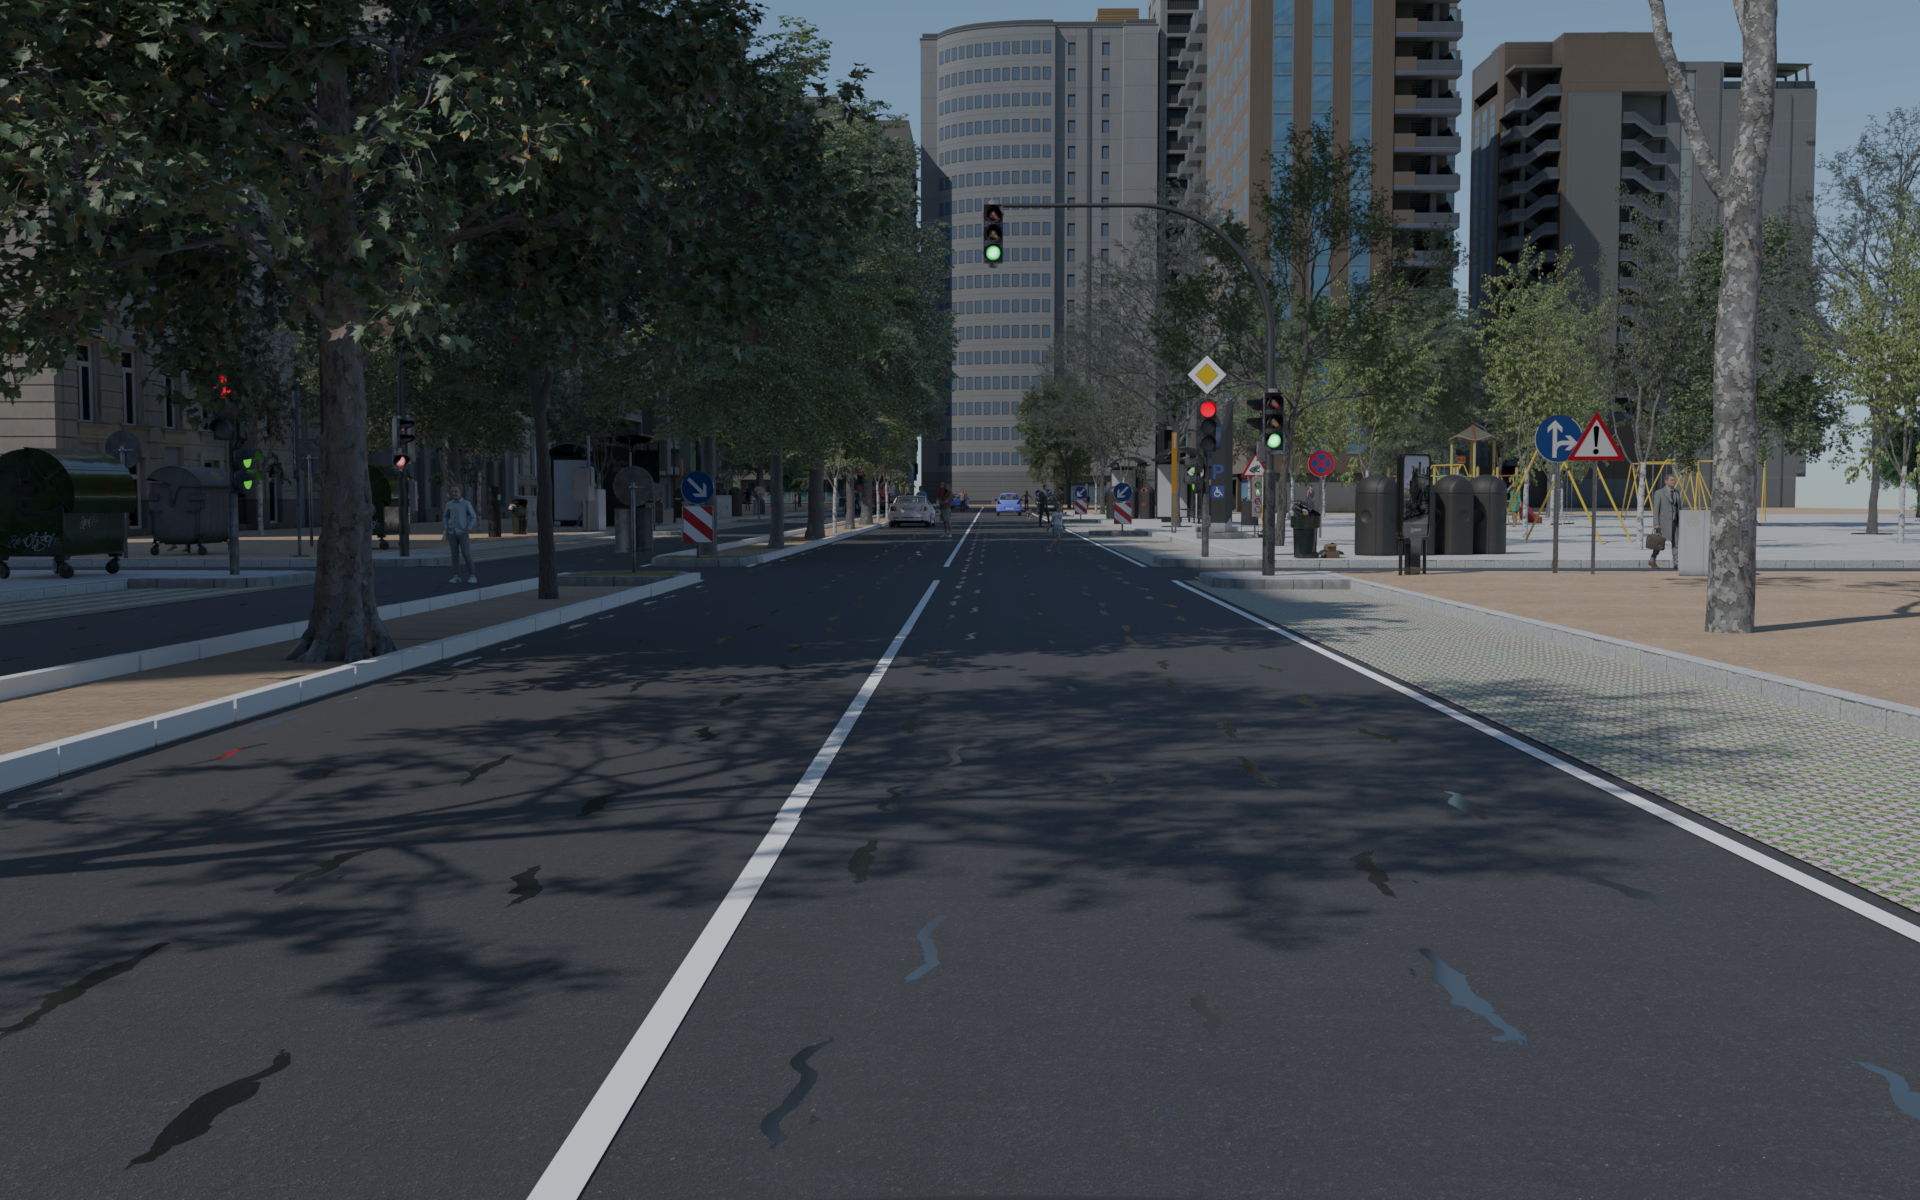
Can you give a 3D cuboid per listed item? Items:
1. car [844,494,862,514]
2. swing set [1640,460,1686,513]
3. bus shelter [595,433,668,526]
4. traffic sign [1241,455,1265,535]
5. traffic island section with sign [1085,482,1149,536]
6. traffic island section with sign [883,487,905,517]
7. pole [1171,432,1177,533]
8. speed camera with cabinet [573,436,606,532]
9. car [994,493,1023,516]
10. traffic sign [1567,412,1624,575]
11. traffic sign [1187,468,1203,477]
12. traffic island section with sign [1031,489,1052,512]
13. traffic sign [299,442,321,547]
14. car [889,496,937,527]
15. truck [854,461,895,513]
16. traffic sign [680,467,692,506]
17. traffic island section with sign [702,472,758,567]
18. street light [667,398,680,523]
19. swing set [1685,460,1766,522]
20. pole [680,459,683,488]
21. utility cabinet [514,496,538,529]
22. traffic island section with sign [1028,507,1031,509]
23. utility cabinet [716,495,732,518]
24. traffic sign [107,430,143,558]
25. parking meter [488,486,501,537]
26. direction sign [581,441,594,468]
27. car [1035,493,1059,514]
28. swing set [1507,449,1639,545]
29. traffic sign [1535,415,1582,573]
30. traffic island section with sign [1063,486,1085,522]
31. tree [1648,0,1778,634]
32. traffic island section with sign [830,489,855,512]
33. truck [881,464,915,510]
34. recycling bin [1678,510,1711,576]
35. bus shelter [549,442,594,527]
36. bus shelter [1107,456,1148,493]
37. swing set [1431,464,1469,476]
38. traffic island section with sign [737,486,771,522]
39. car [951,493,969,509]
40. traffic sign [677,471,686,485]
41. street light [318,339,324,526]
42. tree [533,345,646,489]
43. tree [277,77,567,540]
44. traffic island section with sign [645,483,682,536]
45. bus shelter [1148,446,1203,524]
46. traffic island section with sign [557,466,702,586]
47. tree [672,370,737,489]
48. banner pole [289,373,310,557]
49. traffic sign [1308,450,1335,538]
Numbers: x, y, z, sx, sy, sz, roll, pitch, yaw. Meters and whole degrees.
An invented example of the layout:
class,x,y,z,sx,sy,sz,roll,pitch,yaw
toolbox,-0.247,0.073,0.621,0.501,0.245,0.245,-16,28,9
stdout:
class,x,y,z,sx,sy,sz,roll,pitch,yaw
car,-7.381,-7.156,125.804,1.959,1.807,4.718,0,4,2
swing set,34.209,-5.286,84.049,3.119,2.851,2.862,0,4,-8
bus shelter,-13.259,-4.830,70.247,1.731,3.624,6.357,0,4,1
traffic sign,9.148,-3.283,53.676,0.884,2.594,0.081,0,4,6
traffic island section with sign,5.465,-3.139,59.954,1.989,1.847,2.006,0,4,1
traffic island section with sign,-3.863,-6.245,110.240,2.006,1.907,1.989,0,4,1
pole,7.062,-3.871,57.130,0.158,3.312,0.155,0,3,0
speed camera with cabinet,-12.750,-3.990,59.574,0.660,3.252,2.038,0,4,4
car,3.260,-6.480,115.535,1.945,1.707,3.694,0,4,1
traffic sign,10.097,-1.686,27.566,0.884,2.594,0.081,0,4,5
traffic sign,9.962,-4.469,72.796,0.795,2.593,0.064,0,4,2
traffic island section with sign,6.863,-7.898,137.758,1.989,1.847,2.006,0,4,1
traffic sign,-15.809,-2.572,42.161,0.768,2.556,0.104,0,4,7
car,-2.094,-3.910,76.292,2.083,1.381,4.827,0,4,3
truck,-6.580,-8.983,135.787,2.839,4.237,11.283,0,4,1
traffic sign,-12.978,-5.071,82.913,0.884,2.594,0.081,0,4,2
traffic island section with sign,-5.206,-1.650,35.113,2.006,1.907,1.989,0,4,1
street light,-12.737,-6.383,77.156,0.468,5.910,1.993,0,4,1
swing set,35.645,-5.063,80.399,3.119,2.851,2.862,2,4,28
pole,-16.148,-6.522,100.479,0.158,3.312,0.155,0,3,0
utility cabinet,-16.065,-3.248,64.270,0.306,1.237,1.020,2,4,28
traffic island section with sign,7.363,-9.561,164.953,1.989,1.847,2.006,0,4,1
utility cabinet,-12.880,-5.070,94.058,1.020,1.237,0.306,-3,5,-43
traffic sign,-16.639,-2.102,34.468,0.768,2.556,0.104,0,4,3
parking meter,-13.826,-2.632,51.440,0.372,1.533,0.369,0,3,0
direction sign,-15.926,-5.020,74.070,0.379,3.537,0.876,1,4,22
car,6.402,-7.013,124.454,2.009,1.686,4.222,0,4,2
swing set,16.047,-2.956,45.956,2.862,2.851,3.119,2,4,35
traffic sign,9.650,-1.706,28.003,0.768,2.556,0.104,0,4,2
traffic island section with sign,5.967,-4.833,87.650,1.989,1.847,2.006,0,4,1
tree,8.141,-9.831,16.620,12.611,20.169,13.585,0,3,0
traffic island section with sign,-9.255,-7.882,137.504,1.989,1.847,2.006,0,4,1
truck,-5.867,-10.493,160.474,2.839,4.237,11.283,0,4,3
recycling bin,11.717,-0.901,27.288,0.722,1.027,0.722,1,4,22
bus shelter,-15.301,-4.691,70.621,2.014,3.302,5.546,0,4,1
bus shelter,9.155,-6.143,94.359,2.014,3.302,5.546,0,4,1
swing set,25.801,-5.769,91.936,2.862,2.851,3.119,-1,4,-16
traffic island section with sign,-10.171,-4.837,87.714,1.989,1.847,2.006,0,4,1
car,-0.014,-9.751,169.027,1.945,1.707,3.694,0,4,3
traffic sign,-15.423,-5.940,97.115,0.884,2.594,0.081,0,4,6
street light,-13.473,-3.901,36.568,0.468,5.910,1.993,0,4,1
tree,-13.443,-6.960,64.161,4.360,8.622,3.978,0,3,0
tree,-14.167,-8.650,48.089,9.857,13.997,8.962,0,3,0
traffic island section with sign,-10.658,-3.152,60.163,1.989,1.847,2.006,0,4,1
bus shelter,9.601,-5.000,75.679,2.014,3.302,5.546,0,4,1
traffic island section with sign,-5.349,-1.197,27.708,2.006,1.907,1.989,0,4,1
tree,-13.267,-8.652,91.815,4.737,8.622,4.395,0,3,0
banner pole,-13.460,-2.758,35.112,0.401,3.779,0.863,-1,4,-13
traffic sign,10.531,-3.086,50.564,0.768,2.556,0.104,0,4,6
